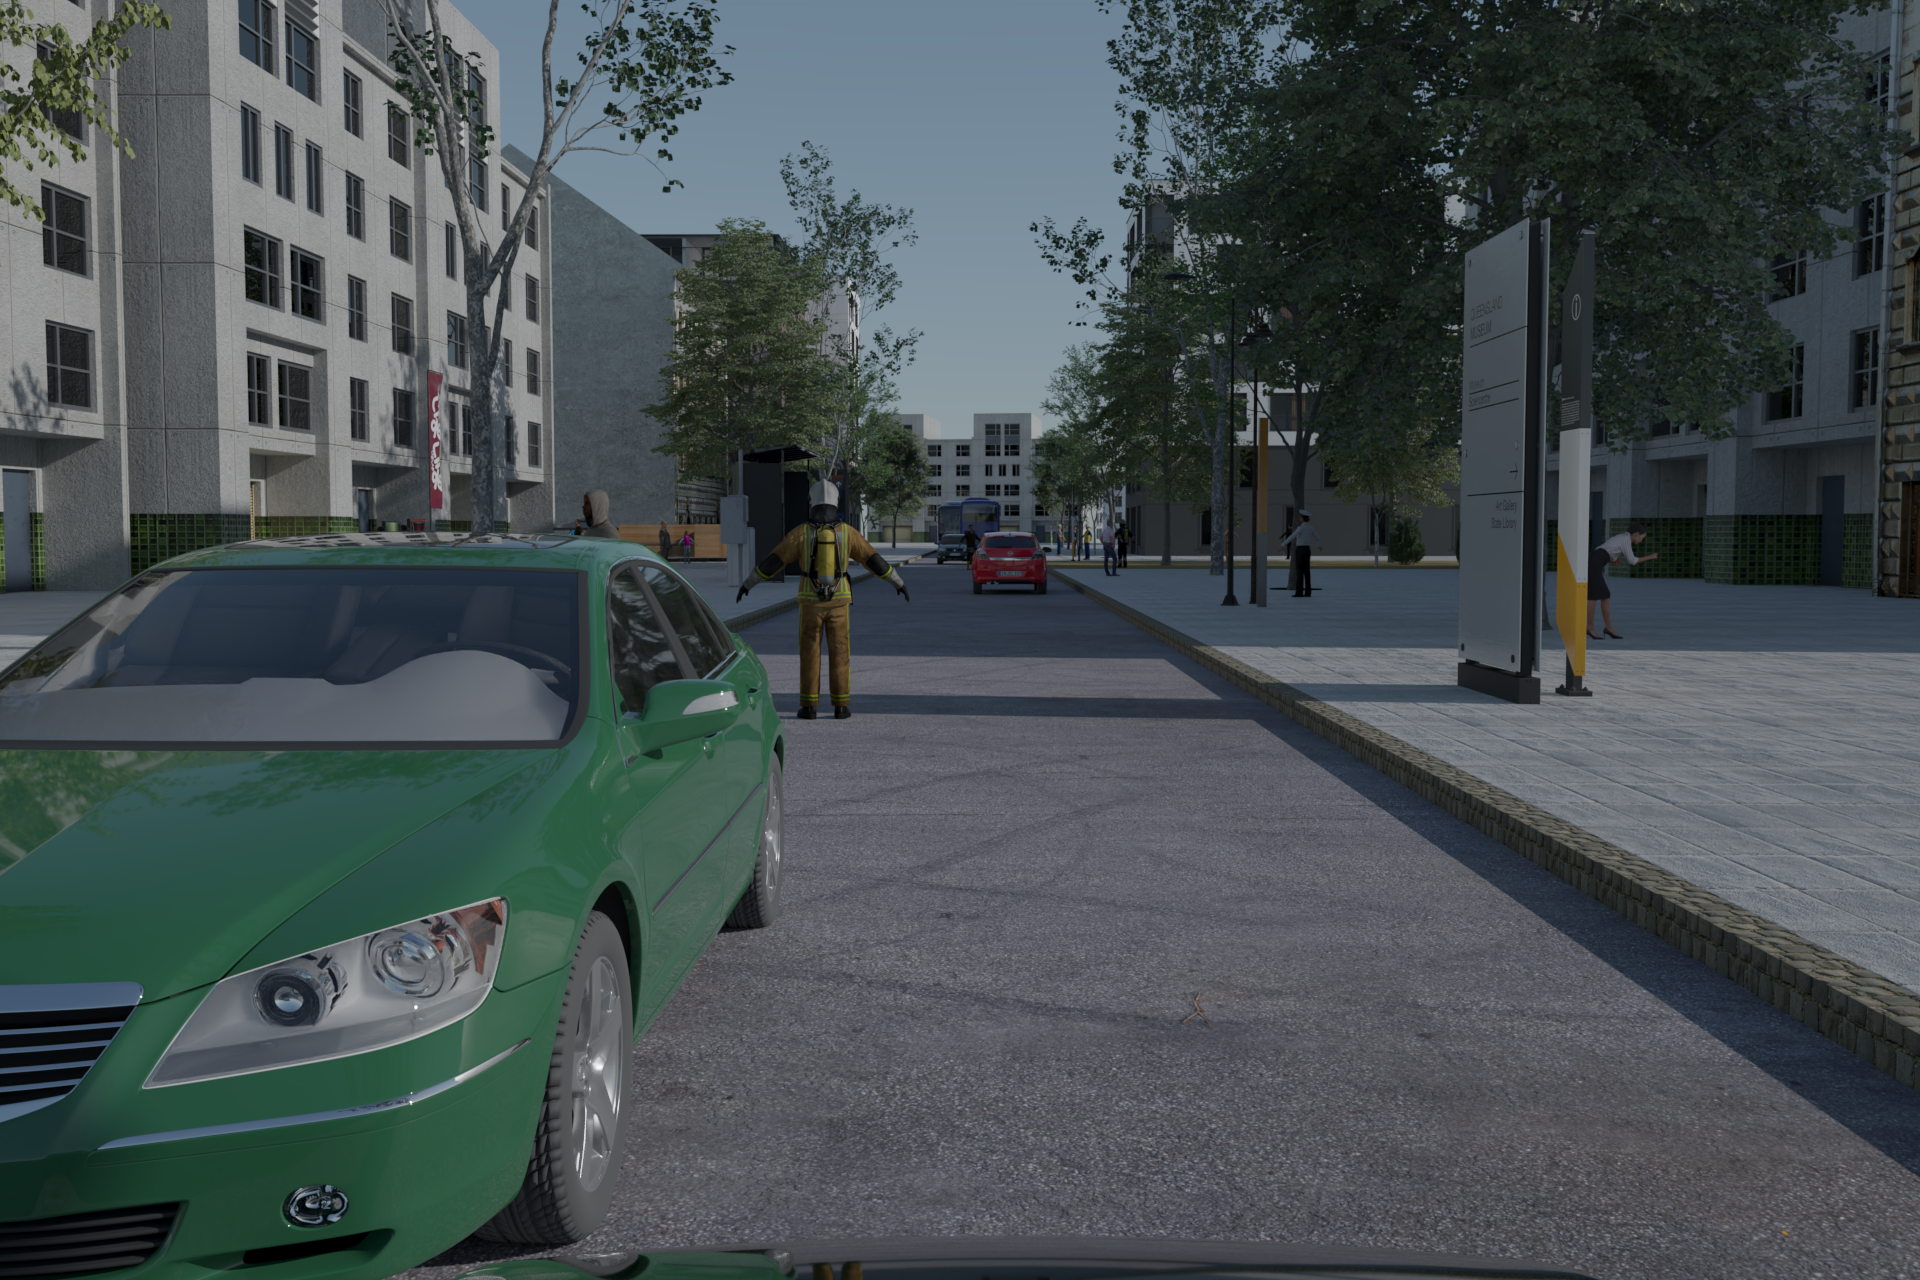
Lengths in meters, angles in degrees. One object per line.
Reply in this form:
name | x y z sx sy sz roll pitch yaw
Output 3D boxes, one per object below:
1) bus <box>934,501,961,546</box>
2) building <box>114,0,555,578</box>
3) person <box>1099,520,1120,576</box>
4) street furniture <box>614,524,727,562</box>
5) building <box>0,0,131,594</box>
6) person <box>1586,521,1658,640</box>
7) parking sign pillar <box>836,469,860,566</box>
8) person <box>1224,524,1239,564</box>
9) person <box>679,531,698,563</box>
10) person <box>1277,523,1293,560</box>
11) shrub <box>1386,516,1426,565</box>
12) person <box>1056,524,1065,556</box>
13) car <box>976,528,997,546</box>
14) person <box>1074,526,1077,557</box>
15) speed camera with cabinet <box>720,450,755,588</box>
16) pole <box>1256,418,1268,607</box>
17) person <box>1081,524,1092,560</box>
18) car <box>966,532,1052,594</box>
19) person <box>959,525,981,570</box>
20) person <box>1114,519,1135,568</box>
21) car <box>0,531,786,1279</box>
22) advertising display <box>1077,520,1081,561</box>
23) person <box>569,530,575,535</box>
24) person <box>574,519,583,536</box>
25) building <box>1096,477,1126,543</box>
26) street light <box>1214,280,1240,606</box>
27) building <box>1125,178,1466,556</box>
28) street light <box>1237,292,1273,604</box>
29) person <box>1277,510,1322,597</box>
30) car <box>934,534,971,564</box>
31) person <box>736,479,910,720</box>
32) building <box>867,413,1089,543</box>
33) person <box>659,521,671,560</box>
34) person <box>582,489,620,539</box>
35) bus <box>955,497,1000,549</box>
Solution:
bus | -0.362 -8.677 133.419 2.896 3.916 12.251 0 4 1
building | -25.311 -11.563 55.511 16.747 18.905 31.486 0 4 1
person | 4.594 -2.811 52.941 0.436 1.711 0.756 -1 4 -23
street furniture | -12.352 -4.657 82.988 9.812 1.723 11.010 -1 4 -16
building | -27.105 -9.568 22.900 16.747 18.905 31.486 0 3 0
person | 7.982 -0.725 21.083 0.799 1.438 0.628 -2 4 -31
parking sign pillar | -4.844 -5.044 70.947 1.447 3.967 1.447 0 4 1
person | 11.337 -4.067 73.298 1.217 1.733 0.721 -2 4 -27
person | -11.915 -4.068 75.782 0.991 1.433 0.599 -3 5 -44
person | 16.667 -4.985 87.443 1.347 1.837 0.705 -1 4 -17
shrub | 18.511 -4.145 71.807 1.661 2.075 1.752 0 3 0
person | 5.817 -5.818 100.979 0.705 1.847 1.347 -1 4 -17
car | 1.577 -4.036 75.575 1.945 1.707 3.694 0 4 0
person | 6.511 -5.548 97.425 0.721 1.740 1.216 1 4 8
speed camera with cabinet | -5.363 -2.899 41.741 0.660 3.252 2.038 0 4 1
pole | 5.314 -2.238 30.426 0.158 3.312 0.155 0 3 0
person | 6.198 -4.829 85.410 0.721 1.772 1.216 -2 4 -24
car | 1.209 -2.061 42.739 2.155 1.783 4.494 0 4 1
person | 0.460 -3.707 69.200 1.346 1.812 0.704 -2 4 -35
person | 6.152 -3.671 65.800 1.354 1.856 0.705 -2 4 -31
car | -1.608 0.414 5.028 2.131 1.459 4.920 0 4 1
advertising display | 5.621 -4.684 81.790 0.123 1.923 0.974 0 4 0
person | -20.506 -5.218 91.445 0.704 1.817 1.347 1 4 11
person | -13.412 -3.330 60.669 0.705 1.803 1.348 -2 4 -33
building | 24.034 -18.103 238.123 9.099 9.664 28.070 0 4 1
street light | 5.392 -3.569 30.899 1.470 5.913 1.316 0 4 1
building | 24.868 -16.647 116.159 27.936 21.610 32.646 0 4 1
street light | 5.400 -3.603 31.691 0.468 5.910 1.993 0 4 1
person | 6.931 -1.759 35.219 1.216 1.778 0.721 -2 4 -34
car | -0.214 -4.479 83.020 2.009 1.686 4.222 0 4 1
person | -1.055 -0.320 13.452 1.354 1.858 0.705 -1 4 -8
building | 3.080 -23.918 259.971 31.486 18.905 16.747 0 4 8
person | -10.686 -3.442 62.876 0.434 1.755 0.990 1 4 10
person | -3.129 -0.383 14.845 0.705 1.813 1.348 -2 4 -35
bus | 1.188 -7.603 115.863 2.896 3.916 12.251 0 4 -1
